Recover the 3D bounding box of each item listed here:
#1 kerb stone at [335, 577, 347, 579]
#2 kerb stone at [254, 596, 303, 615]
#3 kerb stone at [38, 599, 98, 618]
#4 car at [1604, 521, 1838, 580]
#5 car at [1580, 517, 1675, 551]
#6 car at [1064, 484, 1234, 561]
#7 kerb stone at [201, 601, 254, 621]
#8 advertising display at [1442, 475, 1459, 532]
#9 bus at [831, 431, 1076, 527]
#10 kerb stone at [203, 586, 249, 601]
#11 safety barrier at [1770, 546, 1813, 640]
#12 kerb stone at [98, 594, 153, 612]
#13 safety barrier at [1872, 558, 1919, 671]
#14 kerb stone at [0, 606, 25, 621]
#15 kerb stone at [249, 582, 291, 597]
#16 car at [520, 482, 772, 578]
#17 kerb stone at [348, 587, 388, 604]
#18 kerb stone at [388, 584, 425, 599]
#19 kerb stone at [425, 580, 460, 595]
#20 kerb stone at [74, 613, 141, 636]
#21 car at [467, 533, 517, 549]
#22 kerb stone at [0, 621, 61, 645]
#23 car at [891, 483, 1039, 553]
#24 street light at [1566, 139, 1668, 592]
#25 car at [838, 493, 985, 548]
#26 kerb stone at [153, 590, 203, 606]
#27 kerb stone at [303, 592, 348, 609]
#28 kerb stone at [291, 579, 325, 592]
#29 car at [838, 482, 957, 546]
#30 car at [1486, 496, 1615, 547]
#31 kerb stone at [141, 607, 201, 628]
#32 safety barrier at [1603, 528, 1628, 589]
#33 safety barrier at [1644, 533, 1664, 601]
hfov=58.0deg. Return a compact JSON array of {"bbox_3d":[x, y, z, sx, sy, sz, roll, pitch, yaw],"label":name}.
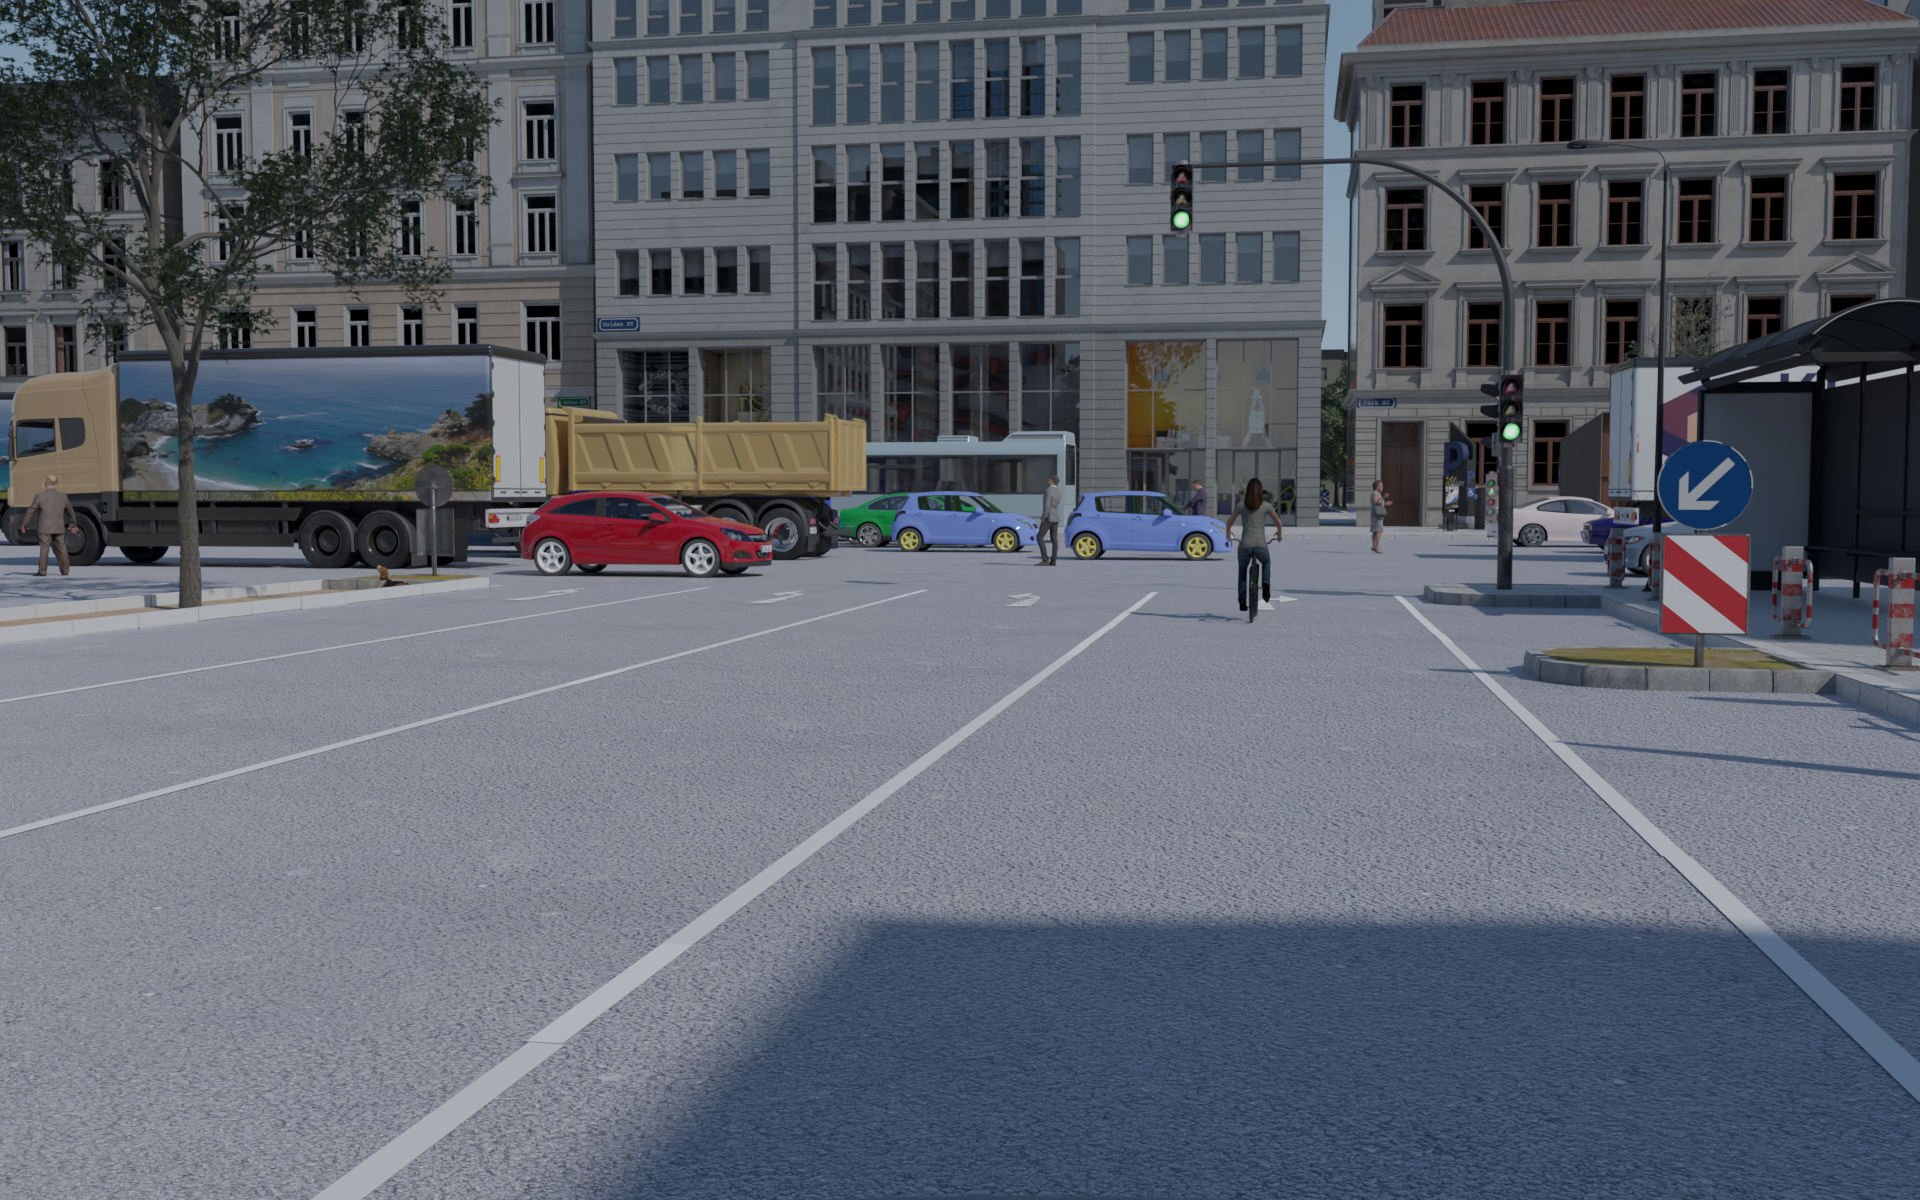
[{"bbox_3d":[-9.433,-0.260,26.490,0.120,0.150,1.000,1,4,11],"label":"kerb stone"},{"bbox_3d":[-8.344,0.072,21.023,0.120,0.150,1.000,1,4,11],"label":"kerb stone"},{"bbox_3d":[-10.592,0.108,20.433,0.120,0.150,1.000,1,4,11],"label":"kerb stone"},{"bbox_3d":[13.549,-1.102,30.023,4.499,1.417,2.014,1,4,10],"label":"car"},{"bbox_3d":[17.091,-1.789,41.831,3.894,1.354,1.945,1,4,12],"label":"car"},{"bbox_3d":[4.135,-1.735,37.962,3.694,1.707,1.945,1,4,10],"label":"car"},{"bbox_3d":[-8.533,0.133,20.014,0.120,0.150,1.000,1,4,11],"label":"kerb stone"},{"bbox_3d":[16.879,-3.326,59.588,0.123,1.923,0.974,3,5,44],"label":"advertising display"},{"bbox_3d":[-3.202,-3.546,52.833,13.247,3.499,2.948,1,4,11],"label":"bus"},{"bbox_3d":[-10.014,-0.077,23.459,0.120,0.150,1.000,1,4,11],"label":"kerb stone"},{"bbox_3d":[7.371,-0.066,15.350,0.300,0.817,1.120,1,4,11],"label":"safety barrier"},{"bbox_3d":[-10.399,0.048,21.442,0.120,0.150,1.000,1,4,11],"label":"kerb stone"},{"bbox_3d":[6.851,0.101,12.618,0.300,0.817,1.120,1,4,11],"label":"safety barrier"},{"bbox_3d":[-10.783,0.177,19.423,0.120,0.150,1.000,1,4,11],"label":"kerb stone"},{"bbox_3d":[-9.832,-0.138,24.469,0.120,0.150,1.000,1,4,11],"label":"kerb stone"},{"bbox_3d":[-5.510,-1.320,30.620,4.494,1.783,2.155,1,4,13],"label":"car"},{"bbox_3d":[-7.951,-0.052,23.047,0.120,0.150,1.000,1,4,11],"label":"kerb stone"},{"bbox_3d":[-7.767,-0.114,24.063,0.120,0.150,1.000,1,4,11],"label":"kerb stone"},{"bbox_3d":[-7.570,-0.176,25.073,0.120,0.150,1.000,1,4,11],"label":"kerb stone"},{"bbox_3d":[-8.917,0.261,17.987,0.120,0.150,1.000,1,4,11],"label":"kerb stone"},{"bbox_3d":[-11.818,-1.898,43.038,4.499,1.417,2.014,1,4,12],"label":"car"},{"bbox_3d":[-9.104,0.319,16.975,0.120,0.150,1.000,1,4,11],"label":"kerb stone"},{"bbox_3d":[0.166,-2.046,43.047,3.694,1.707,1.945,1,4,10],"label":"car"},{"bbox_3d":[8.625,-3.069,22.726,1.470,5.913,1.316,1,4,11],"label":"street light"},{"bbox_3d":[-0.962,-2.315,46.654,4.718,1.807,1.959,1,4,9],"label":"car"},{"bbox_3d":[-10.209,-0.016,22.451,0.120,0.150,1.000,1,4,11],"label":"kerb stone"},{"bbox_3d":[-8.141,0.010,22.036,0.120,0.150,1.000,1,4,11],"label":"kerb stone"},{"bbox_3d":[-9.638,-0.201,25.484,0.120,0.150,1.000,1,4,11],"label":"kerb stone"},{"bbox_3d":[-1.385,-2.470,49.181,4.718,1.807,1.959,1,4,12],"label":"car"},{"bbox_3d":[16.815,-2.125,47.099,4.827,1.381,2.083,1,4,9],"label":"car"},{"bbox_3d":[-8.722,0.196,18.995,0.120,0.150,1.000,1,4,11],"label":"kerb stone"},{"bbox_3d":[8.929,-0.568,23.562,0.300,0.817,1.120,1,4,11],"label":"safety barrier"},{"bbox_3d":[8.411,-0.401,20.830,0.300,0.817,1.120,1,4,11],"label":"safety barrier"}]
